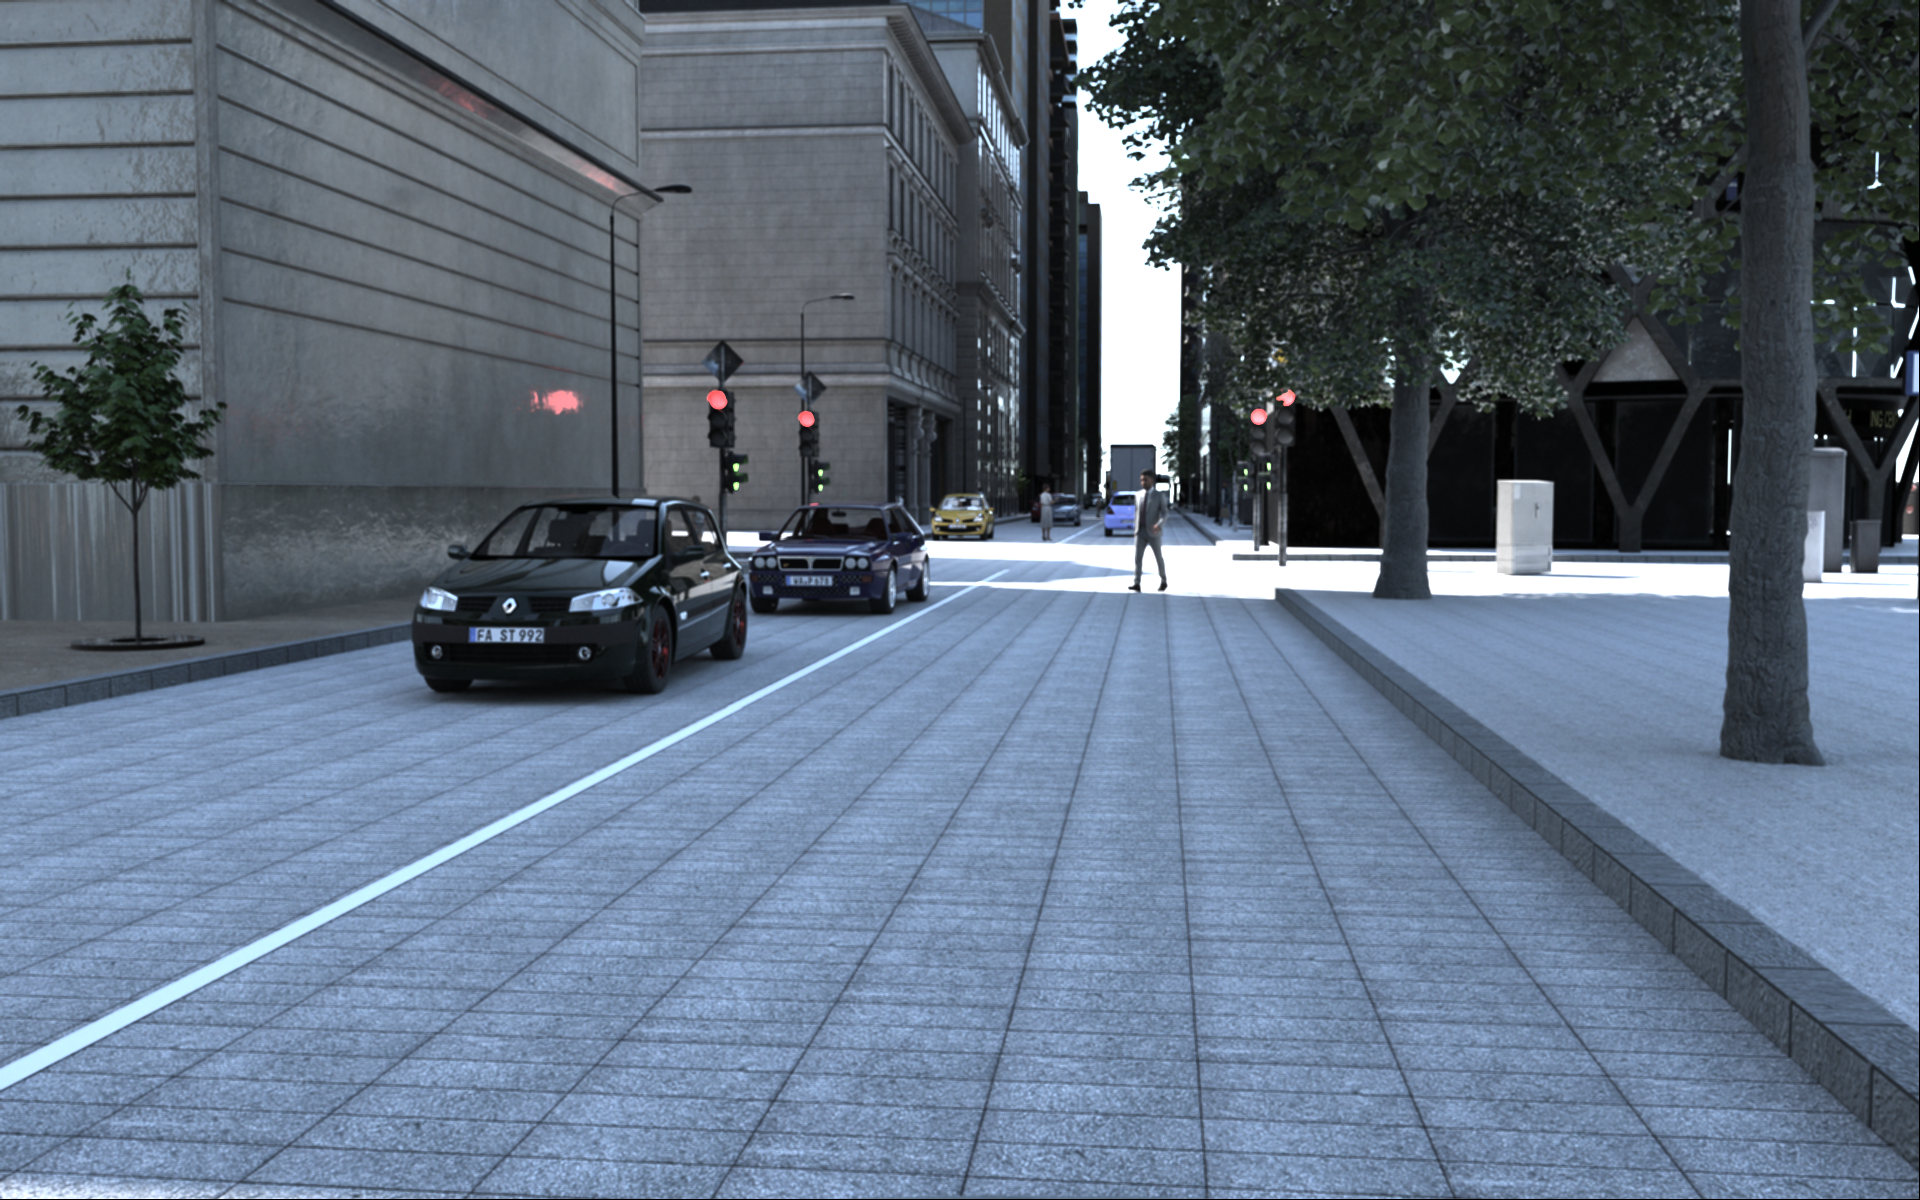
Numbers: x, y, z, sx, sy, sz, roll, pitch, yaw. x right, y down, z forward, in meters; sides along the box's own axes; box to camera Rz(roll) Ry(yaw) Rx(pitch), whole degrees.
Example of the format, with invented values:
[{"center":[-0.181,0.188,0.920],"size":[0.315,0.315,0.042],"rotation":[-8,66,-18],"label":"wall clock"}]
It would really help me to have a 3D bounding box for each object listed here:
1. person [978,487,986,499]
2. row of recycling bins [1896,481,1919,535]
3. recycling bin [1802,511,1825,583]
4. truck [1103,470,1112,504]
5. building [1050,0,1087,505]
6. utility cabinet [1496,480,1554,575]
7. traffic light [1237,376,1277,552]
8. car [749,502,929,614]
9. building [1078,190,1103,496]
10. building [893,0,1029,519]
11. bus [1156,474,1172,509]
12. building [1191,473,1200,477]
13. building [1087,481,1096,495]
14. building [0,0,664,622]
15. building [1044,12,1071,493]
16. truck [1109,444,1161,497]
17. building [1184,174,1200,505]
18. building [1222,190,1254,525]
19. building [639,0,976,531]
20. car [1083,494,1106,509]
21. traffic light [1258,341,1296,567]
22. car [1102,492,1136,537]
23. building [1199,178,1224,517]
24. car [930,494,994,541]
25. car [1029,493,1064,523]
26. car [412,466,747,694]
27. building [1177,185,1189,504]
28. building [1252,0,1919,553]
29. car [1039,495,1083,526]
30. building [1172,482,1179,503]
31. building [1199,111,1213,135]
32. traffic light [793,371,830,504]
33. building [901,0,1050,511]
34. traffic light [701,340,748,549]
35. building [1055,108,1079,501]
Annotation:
[{"center":[0.920,-4.293,78.047],"size":[0.330,1.601,0.589],"rotation":[3,5,41],"label":"person"},{"center":[29.803,-2.909,54.671],"size":[1.069,1.692,3.534],"rotation":[-2,4,-29],"label":"row of recycling bins"},{"center":[12.198,-0.778,25.270],"size":[0.722,1.027,0.722],"rotation":[2,4,27],"label":"recycling bin"},{"center":[18.447,-13.271,205.895],"size":[2.839,4.237,11.283],"rotation":[0,4,5],"label":"truck"},{"center":[4.795,-55.011,212.102],"size":[22.319,86.520,31.000],"rotation":[0,4,6],"label":"building"},{"center":[8.998,-1.154,27.545],"size":[1.173,1.500,0.318],"rotation":[-3,5,-41],"label":"utility cabinet"},{"center":[6.583,-3.028,38.430],"size":[0.839,4.253,0.868],"rotation":[0,4,6],"label":"traffic light"},{"center":[-1.475,-0.575,21.978],"size":[1.945,1.354,3.894],"rotation":[1,4,8],"label":"car"},{"center":[14.215,-37.259,259.287],"size":[14.600,45.320,14.200],"rotation":[0,4,6],"label":"building"},{"center":[-3.421,-18.092,93.075],"size":[12.463,27.353,25.104],"rotation":[0,4,6],"label":"building"},{"center":[18.705,-10.383,164.621],"size":[2.948,3.499,13.247],"rotation":[0,4,6],"label":"bus"},{"center":[35.248,-33.754,171.493],"size":[23.786,49.044,30.456],"rotation":[0,4,6],"label":"building"},{"center":[2.738,-33.620,241.561],"size":[32.217,40.220,23.993],"rotation":[0,4,6],"label":"building"},{"center":[-20.701,-11.754,25.464],"size":[30.059,22.955,16.112],"rotation":[0,4,6],"label":"building"},{"center":[-1.431,-30.764,157.608],"size":[22.147,44.769,28.867],"rotation":[0,4,6],"label":"building"},{"center":[10.264,-6.896,101.666],"size":[2.839,4.237,11.283],"rotation":[0,4,8],"label":"truck"},{"center":[39.395,-34.397,217.021],"size":[22.147,44.769,28.867],"rotation":[0,4,6],"label":"building"},{"center":[18.578,-17.387,81.537],"size":[12.463,27.353,25.104],"rotation":[0,4,6],"label":"building"},{"center":[-6.771,-12.826,60.619],"size":[10.553,20.767,40.483],"rotation":[0,4,6],"label":"building"},{"center":[12.643,-9.216,162.481],"size":[2.131,1.459,4.920],"rotation":[0,4,8],"label":"car"},{"center":[5.681,-2.543,30.496],"size":[0.839,4.253,0.868],"rotation":[0,4,6],"label":"traffic light"},{"center":[5.827,-3.043,59.350],"size":[1.945,1.707,3.694],"rotation":[0,4,6],"label":"car"},{"center":[19.386,-15.564,103.621],"size":[9.793,20.994,18.267],"rotation":[0,4,6],"label":"building"},{"center":[0.108,-2.702,54.394],"size":[2.015,1.641,3.980],"rotation":[0,4,5],"label":"car"},{"center":[4.622,-4.836,88.108],"size":[2.155,1.783,4.494],"rotation":[0,4,7],"label":"car"},{"center":[-2.872,-0.241,13.721],"size":[2.009,1.686,4.222],"rotation":[0,4,5],"label":"car"},{"center":[37.327,-36.022,239.067],"size":[14.600,45.320,14.200],"rotation":[0,4,6],"label":"building"},{"center":[16.650,-10.870,45.183],"size":[16.811,18.784,16.820],"rotation":[0,4,6],"label":"building"},{"center":[4.579,-4.058,78.350],"size":[2.014,1.417,4.499],"rotation":[0,4,5],"label":"car"},{"center":[47.978,-34.591,257.439],"size":[32.217,40.220,23.993],"rotation":[0,4,6],"label":"building"},{"center":[24.004,-28.913,122.832],"size":[14.600,45.320,14.200],"rotation":[0,4,6],"label":"building"},{"center":[-3.415,-3.096,39.548],"size":[0.839,4.253,0.868],"rotation":[0,4,6],"label":"traffic light"},{"center":[-0.347,-29.704,135.779],"size":[14.600,45.320,14.200],"rotation":[0,4,6],"label":"building"},{"center":[-4.318,-2.611,31.614],"size":[0.839,4.253,0.868],"rotation":[0,4,6],"label":"traffic light"},{"center":[4.933,-30.315,179.242],"size":[14.154,41.232,14.086],"rotation":[0,4,6],"label":"building"}]
